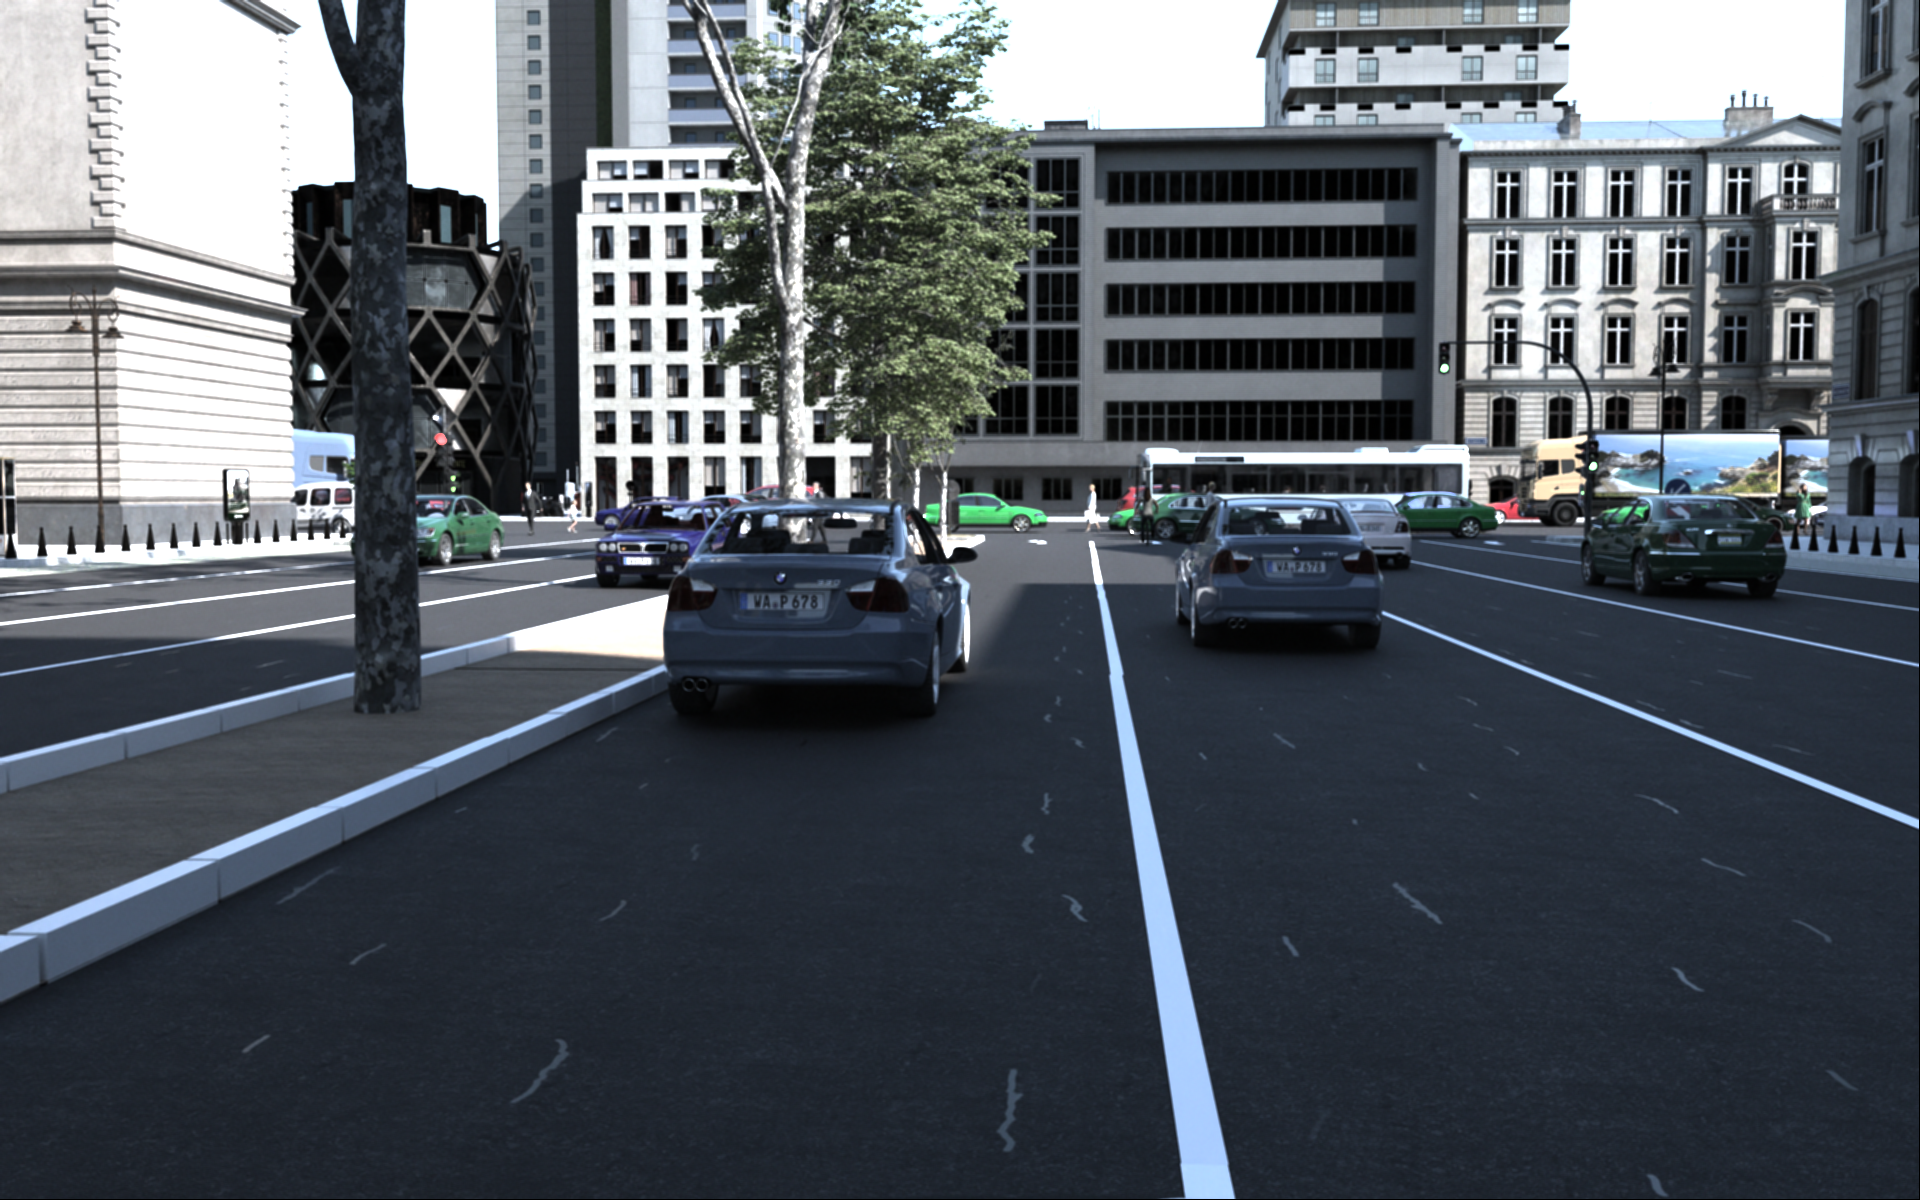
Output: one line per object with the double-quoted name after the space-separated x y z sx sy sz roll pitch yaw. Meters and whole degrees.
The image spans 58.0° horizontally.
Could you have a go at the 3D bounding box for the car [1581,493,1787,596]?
10.627 -0.853 25.738 2.131 1.459 4.920 0 4 5 "car"

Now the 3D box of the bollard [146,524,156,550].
-18.500 -1.439 39.573 0.229 0.601 0.229 0 3 0 "bollard"

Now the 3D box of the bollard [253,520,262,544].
-18.140 -1.754 44.711 0.229 0.601 0.229 0 3 0 "bollard"

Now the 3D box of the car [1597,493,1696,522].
26.175 -3.401 64.408 4.718 1.807 1.959 0 4 3 "car"

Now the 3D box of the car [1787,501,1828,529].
37.120 -3.681 72.552 4.827 1.381 2.083 0 4 4 "car"

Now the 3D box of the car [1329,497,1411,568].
7.896 -1.376 34.864 2.083 1.381 4.827 0 4 6 "car"

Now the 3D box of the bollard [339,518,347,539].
-17.772 -2.068 49.847 0.229 0.601 0.229 0 3 0 "bollard"

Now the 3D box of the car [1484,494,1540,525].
26.629 -4.472 82.155 4.494 1.783 2.155 0 4 3 "car"

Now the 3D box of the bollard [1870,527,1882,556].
19.036 -1.218 35.961 0.229 0.601 0.229 0 3 0 "bollard"

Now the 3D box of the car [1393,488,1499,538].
15.183 -2.936 56.795 4.718 1.807 1.959 0 4 4 "car"

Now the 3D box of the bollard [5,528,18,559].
-18.864 -1.124 34.412 0.229 0.601 0.229 0 3 0 "bollard"

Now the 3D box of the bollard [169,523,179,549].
-18.429 -1.502 40.597 0.229 0.601 0.229 0 3 0 "bollard"

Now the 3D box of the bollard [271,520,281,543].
-18.066 -1.816 45.735 0.229 0.601 0.229 0 3 0 "bollard"

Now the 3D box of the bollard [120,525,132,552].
-18.570 -1.377 38.548 0.229 0.601 0.229 0 3 0 "bollard"

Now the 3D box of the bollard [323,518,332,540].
-17.845 -2.005 48.822 0.229 0.601 0.229 0 3 0 "bollard"

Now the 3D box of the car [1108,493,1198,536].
7.432 -3.098 59.455 4.718 1.807 1.959 0 4 4 "car"

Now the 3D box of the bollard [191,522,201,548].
-18.358 -1.565 41.621 0.229 0.601 0.229 0 3 0 "bollard"

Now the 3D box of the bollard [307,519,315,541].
-17.917 -1.942 47.798 0.229 0.601 0.229 0 3 0 "bollard"

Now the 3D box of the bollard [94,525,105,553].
-18.648 -1.314 37.519 0.229 0.601 0.229 0 3 0 "bollard"

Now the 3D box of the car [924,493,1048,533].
0.953 -3.432 64.905 4.718 1.807 1.959 0 4 4 "car"

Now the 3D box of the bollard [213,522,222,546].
-18.283 -1.627 42.645 0.229 0.601 0.229 0 3 0 "bollard"

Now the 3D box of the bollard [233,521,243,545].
-18.211 -1.690 43.669 0.229 0.601 0.229 0 3 0 "bollard"

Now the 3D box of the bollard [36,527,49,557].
-18.795 -1.188 35.457 0.229 0.601 0.229 0 3 0 "bollard"

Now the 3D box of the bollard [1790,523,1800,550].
19.325 -1.470 40.074 0.229 0.601 0.229 0 3 0 "bollard"

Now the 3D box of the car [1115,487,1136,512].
9.318 -4.011 74.249 5.304 1.827 2.281 0 4 3 "car"

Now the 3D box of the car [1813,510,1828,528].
34.213 -3.198 64.872 3.894 1.354 1.945 0 4 2 "car"

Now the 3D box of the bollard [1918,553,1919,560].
18.881 -1.091 33.887 0.229 0.601 0.229 0 3 0 "bollard"

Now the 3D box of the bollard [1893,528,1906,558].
18.957 -1.154 34.913 0.229 0.601 0.229 0 3 0 "bollard"

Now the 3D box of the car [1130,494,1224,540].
7.903 -2.661 55.301 4.920 1.459 2.131 0 4 5 "car"

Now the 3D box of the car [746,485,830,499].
-7.811 -3.808 70.931 5.304 1.827 2.281 0 4 5 "car"

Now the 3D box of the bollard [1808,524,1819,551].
19.249 -1.407 39.050 0.229 0.601 0.229 0 3 0 "bollard"

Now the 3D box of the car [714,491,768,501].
-7.525 -3.283 63.467 4.222 1.686 2.009 0 4 5 "car"

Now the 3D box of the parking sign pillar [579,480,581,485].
-30.525 -9.378 141.804 1.447 3.967 1.447 2 4 24 "parking sign pillar"

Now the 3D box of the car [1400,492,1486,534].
17.679 -3.278 63.188 3.694 1.707 1.945 0 4 2 "car"

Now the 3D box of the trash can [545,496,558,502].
-24.419 -5.618 103.507 0.748 1.137 0.748 0 3 0 "trash can"

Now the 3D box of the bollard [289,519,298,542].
-17.991 -1.879 46.760 0.229 0.601 0.229 0 3 0 "bollard"

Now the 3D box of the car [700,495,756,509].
-8.698 -3.014 61.280 4.499 1.417 2.014 0 4 6 "car"

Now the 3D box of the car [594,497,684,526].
-12.416 -3.425 68.573 3.894 1.354 1.945 0 4 4 "car"

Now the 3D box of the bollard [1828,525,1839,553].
19.176 -1.345 38.025 0.229 0.601 0.229 0 3 0 "bollard"

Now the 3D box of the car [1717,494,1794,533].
26.798 -3.095 60.393 4.222 1.686 2.009 0 4 4 "car"

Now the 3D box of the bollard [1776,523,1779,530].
19.395 -1.533 41.101 0.229 0.601 0.229 0 3 0 "bollard"

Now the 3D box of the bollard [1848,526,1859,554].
19.105 -1.282 37.001 0.229 0.601 0.229 0 3 0 "bollard"

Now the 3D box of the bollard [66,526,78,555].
-18.718 -1.250 36.481 0.229 0.601 0.229 0 3 0 "bollard"

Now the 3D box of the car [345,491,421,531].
-22.270 -3.631 68.045 5.304 1.827 2.281 0 4 5 "car"
